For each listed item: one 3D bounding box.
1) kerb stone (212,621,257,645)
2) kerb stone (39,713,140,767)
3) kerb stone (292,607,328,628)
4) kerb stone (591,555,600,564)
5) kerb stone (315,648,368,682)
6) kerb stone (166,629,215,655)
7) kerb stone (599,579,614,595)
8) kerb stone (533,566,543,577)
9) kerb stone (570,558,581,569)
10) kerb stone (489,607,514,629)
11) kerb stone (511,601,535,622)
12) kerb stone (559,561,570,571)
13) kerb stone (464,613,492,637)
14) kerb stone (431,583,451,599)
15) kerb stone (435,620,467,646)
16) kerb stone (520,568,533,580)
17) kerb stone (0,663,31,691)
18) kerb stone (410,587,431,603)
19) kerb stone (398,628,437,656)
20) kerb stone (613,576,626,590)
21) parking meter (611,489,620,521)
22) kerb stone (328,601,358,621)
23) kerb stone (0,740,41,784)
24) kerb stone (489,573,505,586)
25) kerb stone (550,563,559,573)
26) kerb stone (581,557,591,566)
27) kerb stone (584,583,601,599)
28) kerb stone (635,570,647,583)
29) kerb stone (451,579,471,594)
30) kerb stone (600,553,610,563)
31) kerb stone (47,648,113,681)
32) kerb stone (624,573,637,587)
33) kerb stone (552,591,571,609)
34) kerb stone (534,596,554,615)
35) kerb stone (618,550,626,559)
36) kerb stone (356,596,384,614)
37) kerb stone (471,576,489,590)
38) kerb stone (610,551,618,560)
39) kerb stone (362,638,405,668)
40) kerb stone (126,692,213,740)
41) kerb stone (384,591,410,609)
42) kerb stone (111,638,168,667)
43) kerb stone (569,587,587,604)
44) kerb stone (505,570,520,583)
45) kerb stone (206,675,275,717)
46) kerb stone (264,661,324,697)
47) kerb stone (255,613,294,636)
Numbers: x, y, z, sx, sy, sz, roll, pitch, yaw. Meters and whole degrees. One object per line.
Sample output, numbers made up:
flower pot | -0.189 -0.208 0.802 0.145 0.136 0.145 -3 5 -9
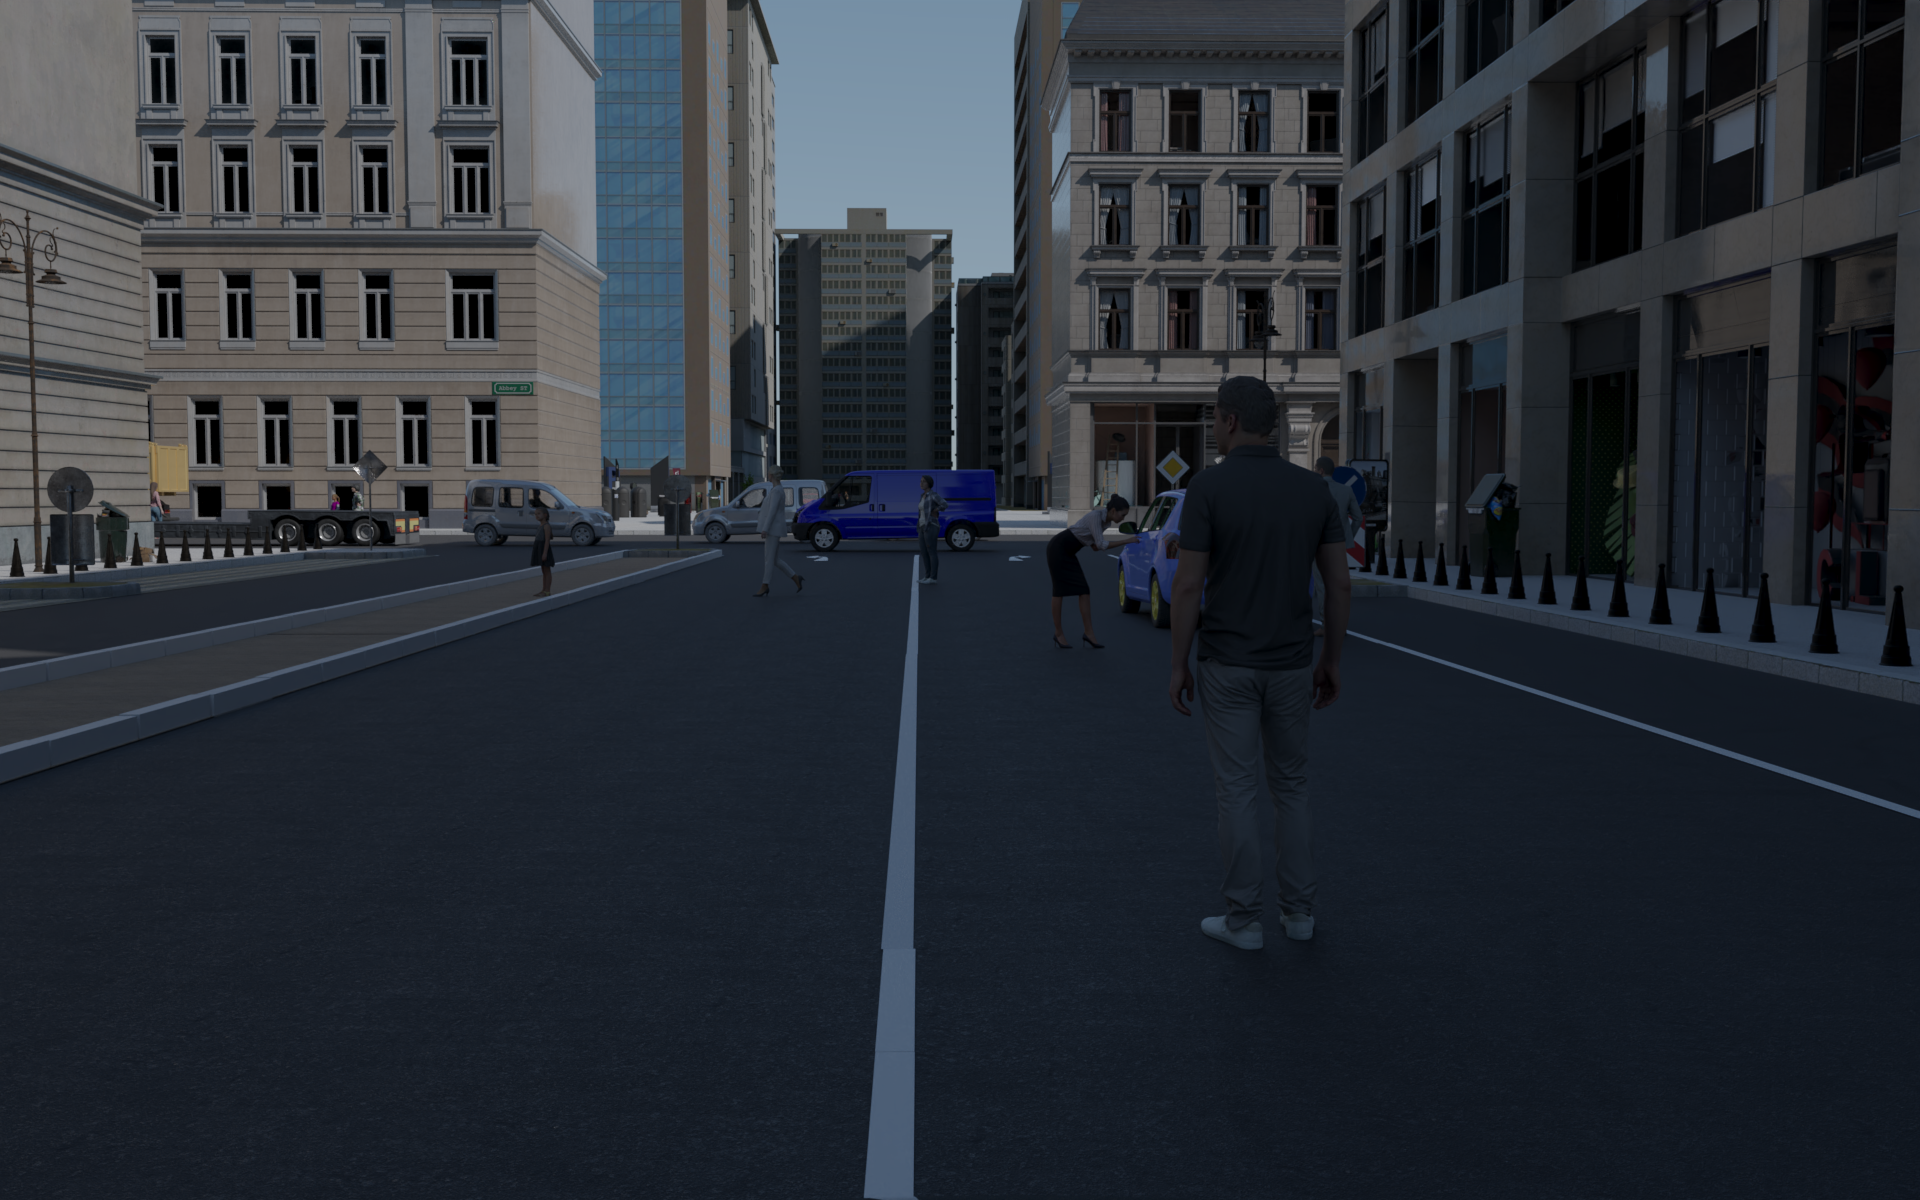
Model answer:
kerb stone | -7.088 0.333 16.775 0.120 0.150 1.000 0 4 -1
kerb stone | -4.825 0.779 9.558 0.120 0.150 1.000 0 4 -1
kerb stone | -7.132 0.206 18.824 0.120 0.150 1.000 0 4 -1
kerb stone | -7.523 -0.793 35.232 0.120 0.150 1.000 0 4 -1
kerb stone | -4.917 0.522 13.668 0.120 0.150 1.000 0 4 -1
kerb stone | -7.058 0.397 15.738 0.120 0.150 1.000 0 4 -1
kerb stone | -5.176 -0.169 24.963 0.120 0.150 1.000 0 4 -1
kerb stone | -7.407 -0.480 30.098 0.120 0.150 1.000 0 4 -1
kerb stone | -7.471 -0.672 33.183 0.120 0.150 1.000 0 4 -1
kerb stone | -5.044 0.209 18.801 0.120 0.150 1.000 0 4 -1
kerb stone | -5.064 0.145 19.826 0.120 0.150 1.000 0 4 -1
kerb stone | -7.454 -0.609 32.147 0.120 0.150 1.000 0 4 -1
kerb stone | -5.014 0.270 17.777 0.120 0.150 1.000 0 4 -1
kerb stone | -7.266 -0.107 23.945 0.120 0.150 1.000 0 4 -1
kerb stone | -4.989 0.333 16.750 0.120 0.150 1.000 0 4 -1
kerb stone | -7.376 -0.414 29.074 0.120 0.150 1.000 0 4 -1
kerb stone | -6.992 0.583 12.661 0.120 0.150 1.000 0 4 -1
kerb stone | -7.232 -0.044 22.921 0.120 0.150 1.000 0 4 -1
kerb stone | -4.972 0.396 15.726 0.120 0.150 1.000 0 4 -1
kerb stone | -5.203 -0.232 25.989 0.120 0.150 1.000 0 4 -1
parking meter | -16.421 -4.533 82.523 0.372 1.533 0.369 0 3 0
kerb stone | -7.153 0.148 19.849 0.120 0.150 1.000 0 4 -1
kerb stone | -4.797 0.836 8.533 0.120 0.150 1.000 0 4 -1
kerb stone | -7.322 -0.295 27.026 0.120 0.150 1.000 0 4 -1
kerb stone | -7.424 -0.545 31.123 0.120 0.150 1.000 0 4 -1
kerb stone | -7.503 -0.735 34.207 0.120 0.150 1.000 0 4 -1
kerb stone | -5.156 -0.106 23.937 0.120 0.150 1.000 0 4 -1
kerb stone | -5.244 -0.358 28.043 0.120 0.150 1.000 0 4 -1
kerb stone | -7.278 -0.168 24.971 0.120 0.150 1.000 0 4 -1
kerb stone | -7.538 -0.858 36.261 0.120 0.150 1.000 0 4 -1
kerb stone | -7.010 0.520 13.687 0.120 0.150 1.000 0 4 -1
kerb stone | -5.223 -0.295 27.013 0.120 0.150 1.000 0 4 -1
kerb stone | -5.111 0.022 21.879 0.120 0.150 1.000 0 4 -1
kerb stone | -5.091 0.087 20.854 0.120 0.150 1.000 0 4 -1
kerb stone | -7.592 -0.986 38.313 0.120 0.150 1.000 0 4 -1
kerb stone | -7.189 0.085 20.873 0.120 0.150 1.000 0 4 -1
kerb stone | -7.300 -0.231 26.001 0.120 0.150 1.000 0 4 -1
kerb stone | -7.571 -0.918 37.285 0.120 0.150 1.000 0 4 -1
kerb stone | -4.946 0.458 14.702 0.120 0.150 1.000 0 4 -1
kerb stone | -4.846 0.710 10.582 0.120 0.150 1.000 0 4 -1
kerb stone | -7.200 0.020 21.897 0.120 0.150 1.000 0 4 -1
kerb stone | -7.032 0.458 14.711 0.120 0.150 1.000 0 4 -1
kerb stone | -5.129 -0.040 22.903 0.120 0.150 1.000 0 4 -1
kerb stone | -7.350 -0.354 28.050 0.120 0.150 1.000 0 4 -1
kerb stone | -4.857 0.650 11.609 0.120 0.150 1.000 0 4 -1
kerb stone | -4.894 0.584 12.640 0.120 0.150 1.000 0 4 -1
kerb stone | -7.112 0.272 17.799 0.120 0.150 1.000 0 4 -1
